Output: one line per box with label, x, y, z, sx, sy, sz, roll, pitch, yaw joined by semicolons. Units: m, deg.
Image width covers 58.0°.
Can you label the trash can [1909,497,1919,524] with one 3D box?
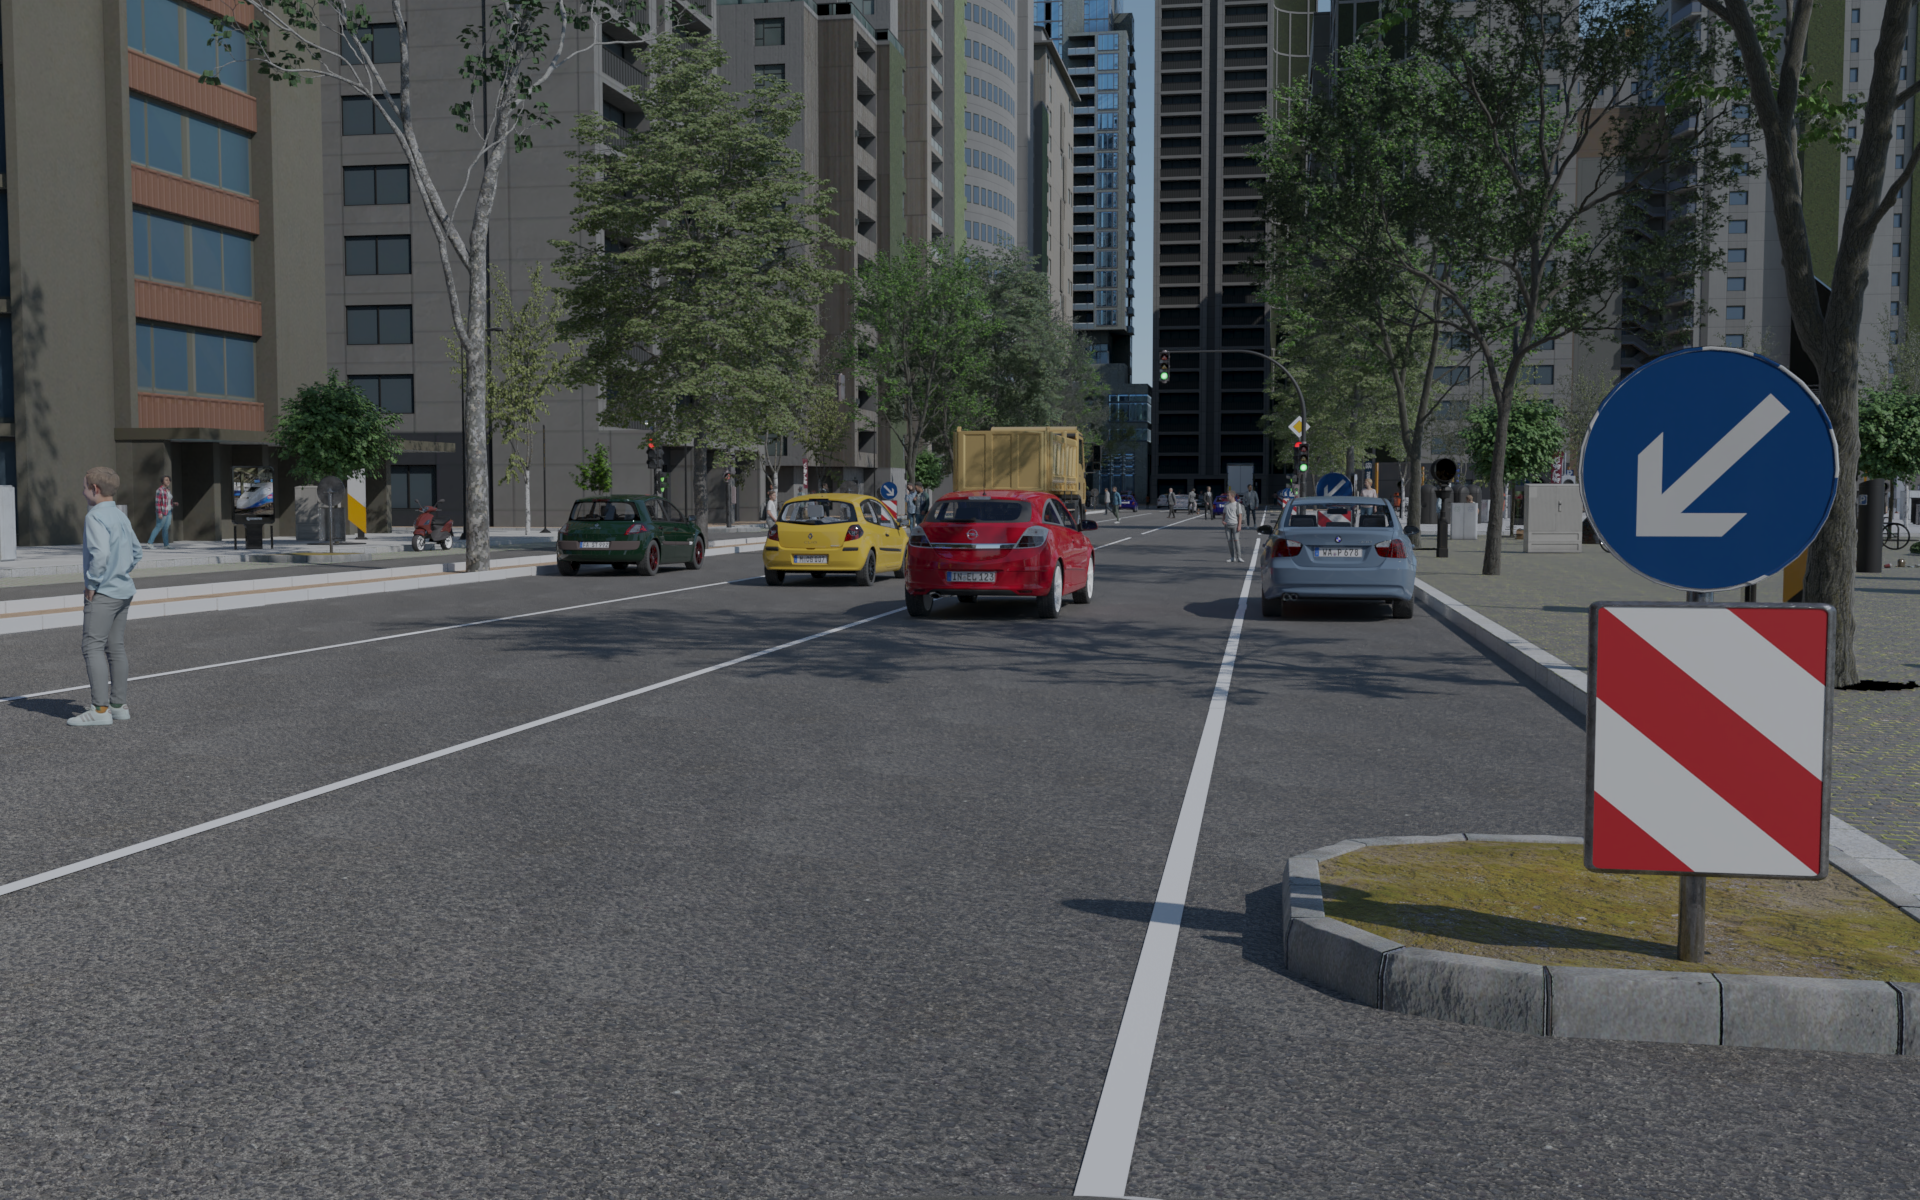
trash can;40.739;-3.787;73.572;0.748;1.137;0.748;0;3;0

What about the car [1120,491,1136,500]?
car;20.289;-12.387;211.202;2.281;1.827;5.304;1;4;10

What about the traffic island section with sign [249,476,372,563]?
traffic island section with sign;-13.698;-1.730;36.909;1.989;1.847;2.006;1;4;10

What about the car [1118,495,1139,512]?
car;13.078;-7.574;136.415;1.945;1.354;3.894;1;4;9

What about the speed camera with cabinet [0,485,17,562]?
speed camera with cabinet;-19.127;-2.359;32.908;2.038;3.252;0.660;0;3;0

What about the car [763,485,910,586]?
car;-1.928;-1.111;28.391;2.015;1.641;3.980;1;4;11

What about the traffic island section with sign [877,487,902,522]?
traffic island section with sign;-4.103;-5.013;90.583;1.989;1.847;2.006;1;4;10

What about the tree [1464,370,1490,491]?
tree;29.267;-9.257;101.707;4.360;8.622;3.978;0;3;0

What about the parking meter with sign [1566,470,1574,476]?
parking meter with sign;44.361;-7.878;125.058;0.543;3.016;1.738;3;5;43

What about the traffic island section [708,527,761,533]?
traffic island section;-8.828;-2.676;66.036;2.009;0.180;2.903;1;4;10

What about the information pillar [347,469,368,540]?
information pillar;-16.934;-3.503;48.623;0.504;3.616;0.183;-1;4;-14

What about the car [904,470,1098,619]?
car;0.581;-0.765;21.549;2.155;1.783;4.494;1;4;12

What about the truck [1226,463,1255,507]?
truck;26.463;-10.672;163.407;2.839;4.237;11.283;1;4;9

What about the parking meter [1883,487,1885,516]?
parking meter;52.943;-5.740;99.565;0.255;1.863;0.399;0;4;1

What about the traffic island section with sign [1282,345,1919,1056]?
traffic island section with sign;2.038;0.195;5.447;1.989;1.847;2.006;1;4;10

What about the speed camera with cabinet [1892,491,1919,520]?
speed camera with cabinet;47.513;-5.669;87.027;0.660;3.252;2.038;0;4;4

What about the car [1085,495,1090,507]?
car;13.053;-10.883;187.729;2.009;1.686;4.222;1;4;11

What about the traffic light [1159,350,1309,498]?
traffic light;8.664;-4.886;54.549;4.771;5.953;1.251;1;4;10

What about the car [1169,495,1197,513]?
car;17.159;-7.389;133.180;2.083;1.381;4.827;1;4;12

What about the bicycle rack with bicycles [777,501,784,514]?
bicycle rack with bicycles;-8.652;-4.690;90.061;2.852;0.926;2.925;0;4;8

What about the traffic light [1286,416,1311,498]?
traffic light;12.143;-4.481;62.184;0.839;4.253;0.868;1;4;10

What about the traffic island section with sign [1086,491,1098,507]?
traffic island section with sign;14.432;-11.356;194.303;1.989;1.847;2.006;1;4;10

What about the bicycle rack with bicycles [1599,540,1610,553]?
bicycle rack with bicycles;15.249;-1.454;37.151;2.925;0.926;2.852;1;4;11

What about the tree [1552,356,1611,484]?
tree;33.425;-8.685;92.365;4.360;8.622;3.978;0;3;0

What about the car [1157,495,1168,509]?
car;20.617;-9.803;172.634;2.083;1.381;4.827;1;4;9

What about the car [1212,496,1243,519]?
car;15.351;-5.345;99.973;1.945;1.354;3.894;1;4;8

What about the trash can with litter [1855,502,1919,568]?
trash can with litter;15.870;-1.178;30.322;2.233;1.210;1.678;0;4;2

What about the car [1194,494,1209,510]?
car;22.264;-9.220;160.533;2.009;1.686;4.222;1;4;12

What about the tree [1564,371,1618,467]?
tree;37.479;-9.291;102.273;4.737;8.622;4.395;0;3;0

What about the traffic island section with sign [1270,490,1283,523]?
traffic island section with sign;6.814;-1.441;32.192;1.989;1.847;2.006;1;4;10

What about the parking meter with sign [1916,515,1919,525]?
parking meter with sign;40.353;-4.584;71.217;1.738;3.016;0.543;1;4;12

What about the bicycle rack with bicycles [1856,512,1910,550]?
bicycle rack with bicycles;20.839;-1.670;40.691;2.852;0.926;2.925;-3;4;-37

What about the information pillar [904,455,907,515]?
information pillar;-3.288;-6.965;105.227;0.183;3.616;0.504;0;4;-1

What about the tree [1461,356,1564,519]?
tree;27.787;-8.429;88.182;4.737;8.622;4.395;0;3;0

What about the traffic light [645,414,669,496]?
traffic light;-10.195;-4.227;58.033;0.839;4.253;0.868;1;4;10

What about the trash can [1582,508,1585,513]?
trash can;43.084;-6.615;119.805;0.748;1.137;0.748;0;3;0

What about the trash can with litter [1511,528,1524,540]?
trash can with litter;16.126;-2.291;48.837;1.055;1.170;0.624;0;4;7

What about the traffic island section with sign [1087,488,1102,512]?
traffic island section with sign;10.704;-7.975;138.534;2.006;1.907;1.989;1;4;10

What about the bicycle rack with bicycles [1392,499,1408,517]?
bicycle rack with bicycles;25.494;-5.195;98.328;2.925;0.926;2.852;3;5;45

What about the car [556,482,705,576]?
car;-5.963;-1.342;31.736;2.009;1.686;4.222;1;4;9

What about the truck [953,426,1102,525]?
truck;1.902;-3.225;48.658;3.469;3.379;9.791;1;4;10

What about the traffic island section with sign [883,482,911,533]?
traffic island section with sign;-2.504;-3.451;64.561;2.006;1.907;1.989;1;4;10

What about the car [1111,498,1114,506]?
car;17.995;-11.112;194.266;1.945;1.354;3.894;1;4;11

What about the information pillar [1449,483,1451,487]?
information pillar;37.265;-8.600;131.957;0.183;3.616;0.504;3;4;38

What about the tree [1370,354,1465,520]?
tree;22.170;-8.301;86.077;4.360;8.622;3.978;0;3;0

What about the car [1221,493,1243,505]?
car;20.208;-7.390;129.870;2.155;1.783;4.494;1;4;9

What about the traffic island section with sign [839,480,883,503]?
traffic island section with sign;-3.817;-3.005;57.271;2.006;1.907;1.989;1;4;10

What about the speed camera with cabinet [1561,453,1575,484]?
speed camera with cabinet;28.399;-5.425;83.040;2.038;3.252;0.660;0;4;-6

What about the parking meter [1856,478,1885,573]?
parking meter;14.889;-1.218;28.328;0.372;1.533;0.369;0;3;0

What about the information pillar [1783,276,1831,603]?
information pillar;8.531;-1.590;17.354;0.183;3.616;0.504;-3;5;-42

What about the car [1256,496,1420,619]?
car;4.648;-0.571;21.341;2.014;1.417;4.499;1;4;12
